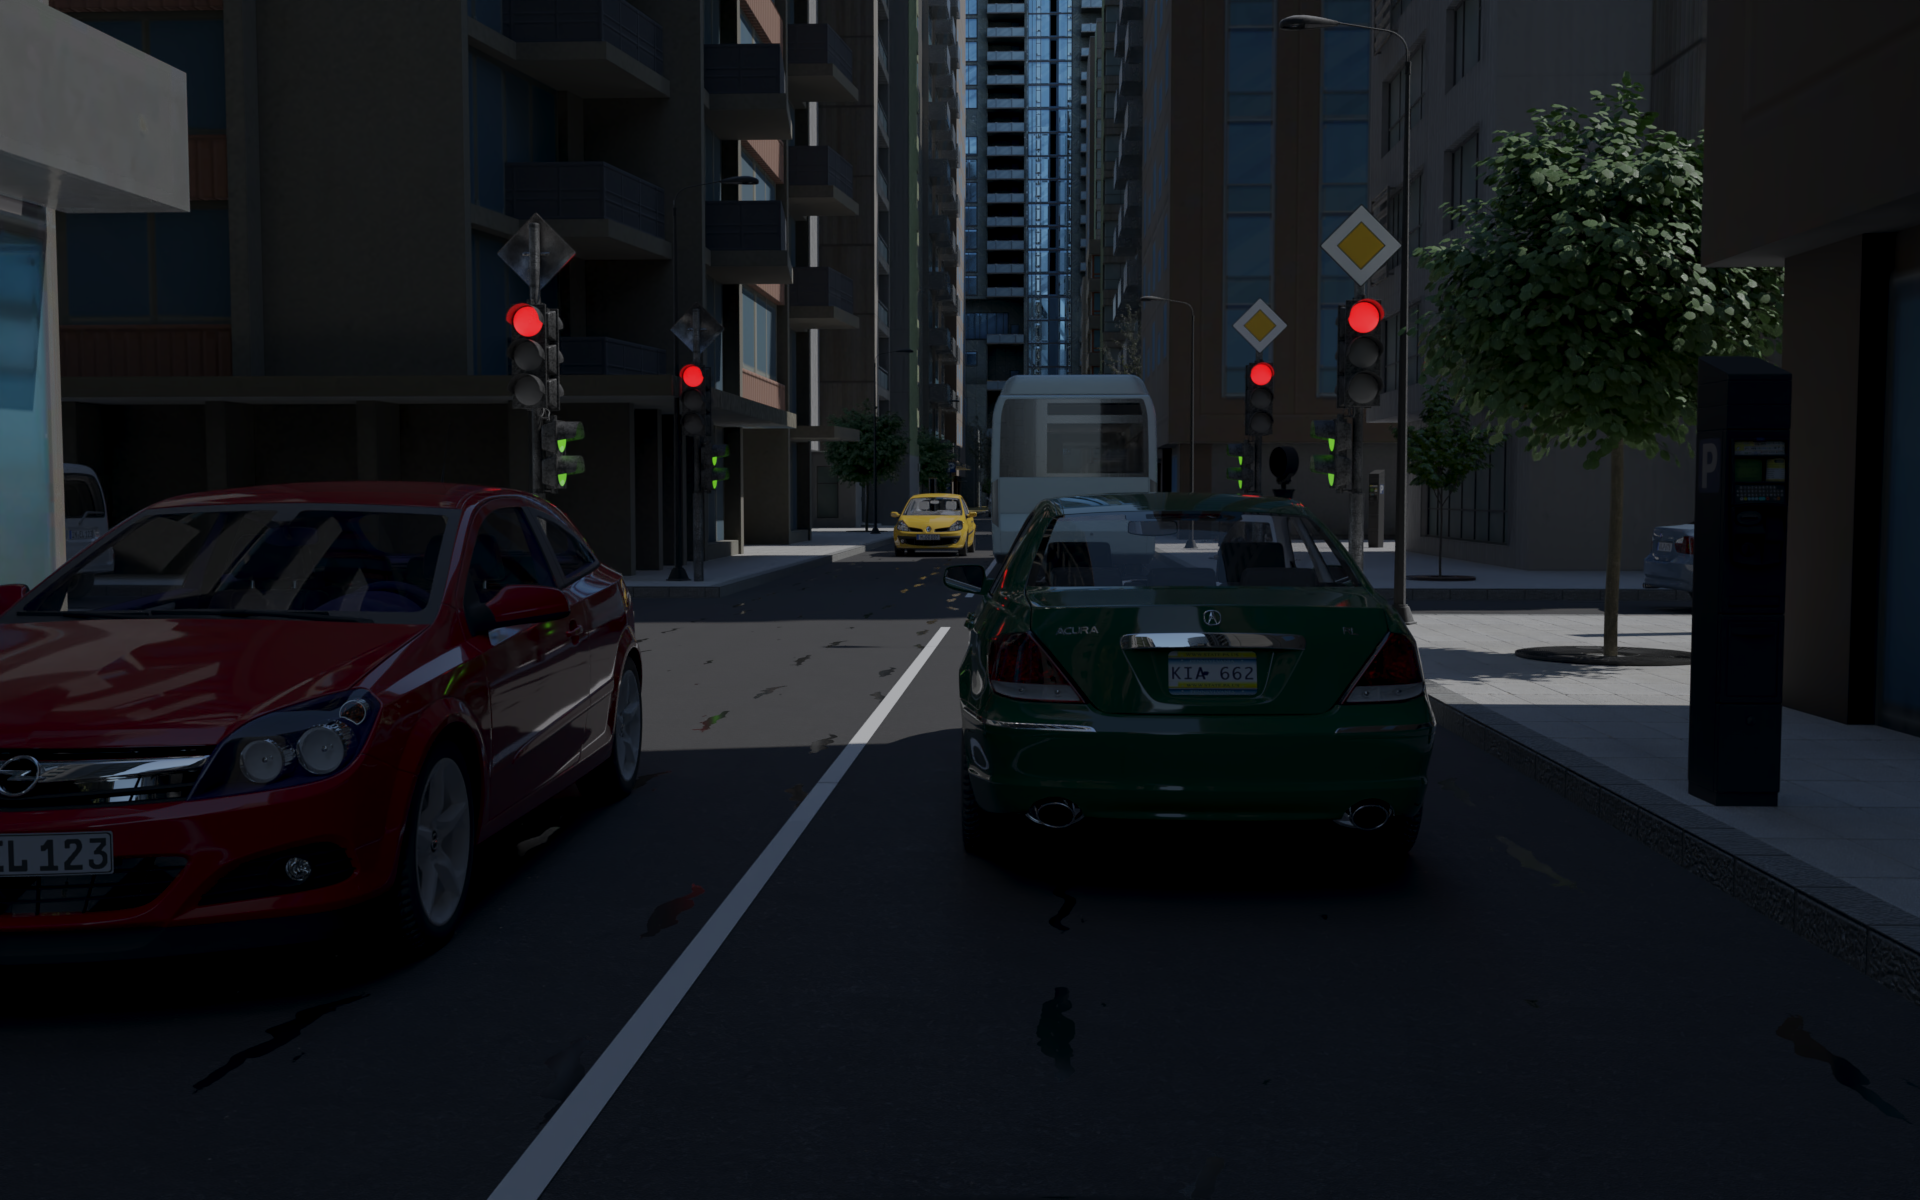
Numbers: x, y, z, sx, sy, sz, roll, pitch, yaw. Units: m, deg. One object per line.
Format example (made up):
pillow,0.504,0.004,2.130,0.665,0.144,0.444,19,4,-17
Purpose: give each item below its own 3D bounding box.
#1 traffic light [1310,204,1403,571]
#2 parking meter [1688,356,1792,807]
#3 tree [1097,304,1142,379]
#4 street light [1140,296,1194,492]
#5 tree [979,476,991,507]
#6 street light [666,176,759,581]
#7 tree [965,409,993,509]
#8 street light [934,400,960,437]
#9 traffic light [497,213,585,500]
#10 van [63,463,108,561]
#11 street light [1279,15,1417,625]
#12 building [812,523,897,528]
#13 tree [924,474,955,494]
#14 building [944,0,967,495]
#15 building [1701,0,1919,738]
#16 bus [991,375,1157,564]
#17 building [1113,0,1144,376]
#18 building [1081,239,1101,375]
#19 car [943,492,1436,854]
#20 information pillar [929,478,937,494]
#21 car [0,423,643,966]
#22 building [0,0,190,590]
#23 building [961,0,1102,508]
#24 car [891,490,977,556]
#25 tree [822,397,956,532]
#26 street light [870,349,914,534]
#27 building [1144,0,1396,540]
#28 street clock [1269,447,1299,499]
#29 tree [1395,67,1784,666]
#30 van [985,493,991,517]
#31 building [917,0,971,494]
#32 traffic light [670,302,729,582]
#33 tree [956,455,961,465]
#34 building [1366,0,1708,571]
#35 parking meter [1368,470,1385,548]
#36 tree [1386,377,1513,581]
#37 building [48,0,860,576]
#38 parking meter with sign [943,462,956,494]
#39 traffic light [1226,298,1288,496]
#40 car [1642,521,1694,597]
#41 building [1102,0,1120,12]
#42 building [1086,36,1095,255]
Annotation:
traffic light,3.878,-1.716,16.976,0.839,4.253,0.868,0,4,3
parking meter,3.235,-0.091,7.195,0.255,1.863,0.399,0,4,2
tree,7.176,-7.084,66.184,4.360,8.622,3.978,0,3,0
street light,4.918,-4.175,40.805,1.470,5.913,1.316,0,4,3
tree,3.218,-10.950,173.638,1.663,3.219,1.824,0,3,0
street light,-3.632,-3.237,25.460,1.470,5.913,1.316,0,4,3
tree,2.067,-12.286,151.235,4.360,8.622,3.978,0,3,0
street light,-0.723,-6.902,85.390,1.470,5.913,1.316,0,4,3
traffic light,-4.223,-1.740,17.365,0.839,4.253,0.868,0,4,3
van,-13.537,-0.977,22.983,4.112,2.044,2.013,0,4,5
street light,3.800,-2.717,16.967,1.470,5.913,1.316,0,4,3
building,-9.143,-23.515,68.059,14.154,41.232,14.086,0,4,3
tree,-1.113,-5.839,90.072,1.663,3.219,1.824,0,3,0
building,-6.788,-29.890,138.805,14.600,45.320,14.200,0,4,3
building,11.184,-21.536,2.228,14.600,45.320,14.200,0,4,3
bus,2.150,-2.354,33.350,2.948,3.499,13.247,0,4,3
building,18.898,-28.377,83.571,23.786,49.044,30.456,0,4,3
building,23.281,-17.523,131.533,27.650,21.520,28.899,0,4,3
car,0.956,0.211,8.346,2.131,1.459,4.920,0,4,2
information pillar,-1.227,-4.519,78.385,0.304,2.012,0.304,1,4,11
car,-2.474,0.140,6.758,2.155,1.783,4.494,0,4,1
building,-20.683,-23.521,4.174,30.456,49.044,23.786,0,4,3
building,8.262,-53.825,192.715,31.000,86.520,22.319,0,4,3
car,-0.574,-1.889,41.102,2.015,1.641,3.980,0,4,4
tree,-3.214,-4.593,58.817,4.285,4.588,4.351,0,3,0
street light,-2.183,-5.078,55.563,1.470,5.913,1.316,0,4,3
building,13.039,-24.682,53.668,14.600,45.320,14.200,0,4,3
street clock,4.940,-1.339,26.460,0.358,2.002,0.471,-2,4,-25
tree,5.114,-1.814,13.372,4.285,4.588,4.351,0,3,0
van,2.636,-6.302,110.044,2.013,2.044,4.112,0,4,2
building,-11.477,-30.351,115.851,23.786,49.044,30.456,0,4,3
traffic light,-3.823,-2.227,25.340,0.839,4.253,0.868,0,4,3
tree,-1.676,-5.978,81.450,4.285,4.588,4.351,0,3,0
building,15.643,-21.227,30.648,14.086,41.232,14.154,0,4,3
parking meter,9.950,-2.183,41.402,0.255,1.863,0.399,3,4,37
tree,7.128,-1.918,25.962,1.663,3.219,1.824,0,3,0
building,-14.124,-23.493,38.742,22.147,44.769,28.867,0,4,3
parking meter with sign,-0.724,-6.101,96.010,0.543,3.016,1.738,-1,4,-15
traffic light,4.278,-2.204,24.951,0.839,4.253,0.868,0,4,3
car,10.747,-0.555,21.072,4.499,1.417,2.014,0,4,4
building,15.915,-26.063,109.719,14.154,41.232,14.086,0,4,3
building,19.209,-31.628,167.224,14.600,45.320,14.200,0,4,3
